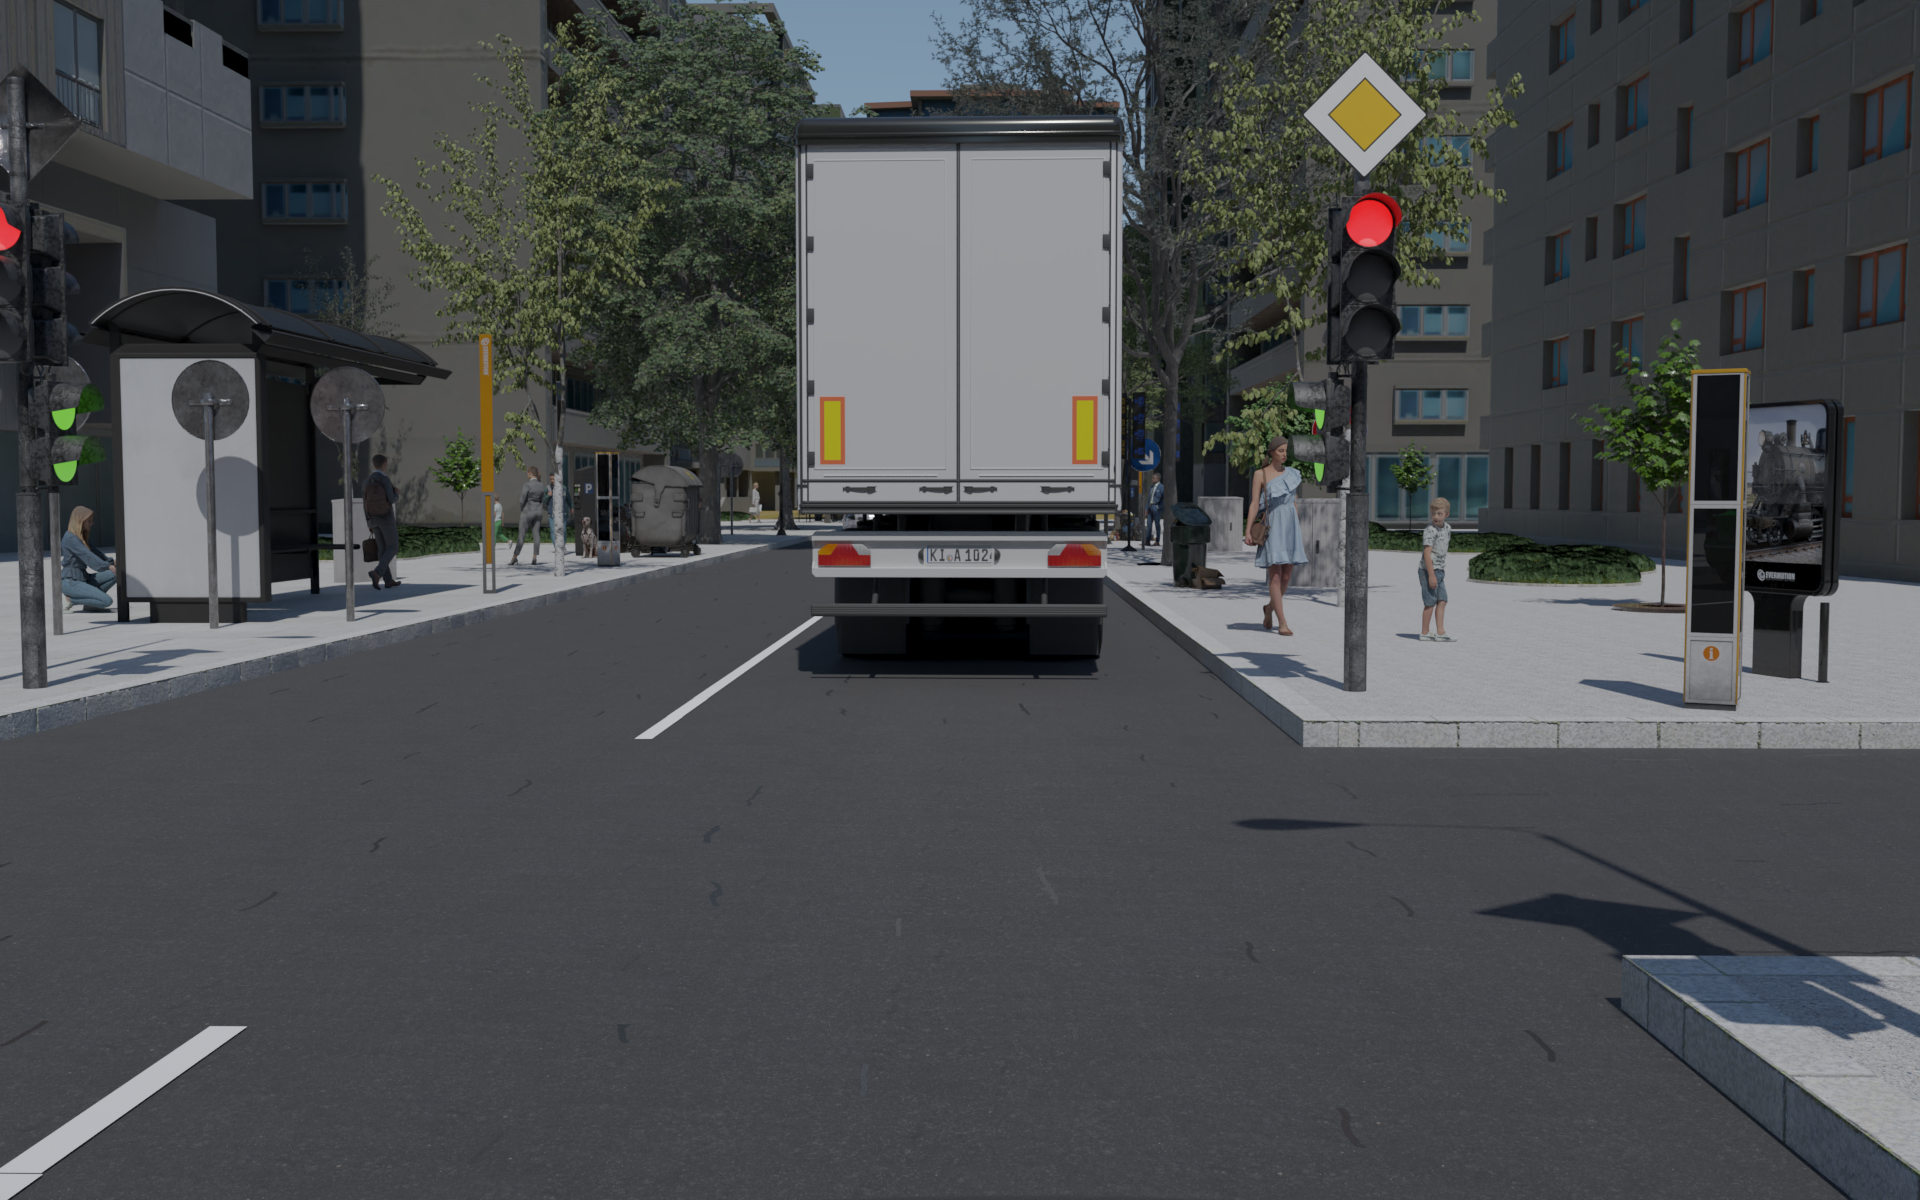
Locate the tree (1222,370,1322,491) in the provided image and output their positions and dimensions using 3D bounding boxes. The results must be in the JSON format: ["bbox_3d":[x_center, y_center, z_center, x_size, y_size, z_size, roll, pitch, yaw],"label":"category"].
[{"bbox_3d":[8.770,-3.791,45.694,4.285,4.588,4.351,0,3,0],"label":"tree"}]

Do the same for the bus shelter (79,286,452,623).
[{"bbox_3d":[-7.610,-1.575,19.671,2.014,3.302,5.546,0,4,1],"label":"bus shelter"}]

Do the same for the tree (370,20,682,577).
[{"bbox_3d":[-6.472,-4.671,26.733,4.737,8.622,4.395,0,3,0],"label":"tree"}]

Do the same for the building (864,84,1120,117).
[{"bbox_3d":[2.628,-32.630,188.130,28.867,44.769,22.147,0,4,1],"label":"building"}]

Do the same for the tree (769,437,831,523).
[{"bbox_3d":[-5.700,-8.646,75.770,8.767,10.594,7.601,-2,4,-29],"label":"tree"}]

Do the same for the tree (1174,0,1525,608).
[{"bbox_3d":[4.378,-4.236,19.619,4.737,8.622,4.395,0,3,0],"label":"tree"}]

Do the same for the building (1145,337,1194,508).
[{"bbox_3d":[24.872,-49.146,116.201,22.319,86.520,31.000,0,4,1],"label":"building"}]

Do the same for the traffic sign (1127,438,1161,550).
[{"bbox_3d":[4.196,-2.415,39.587,0.768,2.556,0.104,0,4,3],"label":"traffic sign"}]

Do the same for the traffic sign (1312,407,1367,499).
[{"bbox_3d":[5.375,-1.497,24.578,0.768,2.556,0.104,1,4,11],"label":"traffic sign"}]

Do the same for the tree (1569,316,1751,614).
[{"bbox_3d":[7.817,-1.485,18.889,1.663,3.219,1.824,0,3,0],"label":"tree"}]

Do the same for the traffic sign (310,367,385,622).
[{"bbox_3d":[-6.135,-1.055,17.358,0.768,2.556,0.104,0,4,4],"label":"traffic sign"}]

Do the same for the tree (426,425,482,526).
[{"bbox_3d":[-14.132,-3.305,48.637,1.663,3.219,1.824,0,3,0],"label":"tree"}]

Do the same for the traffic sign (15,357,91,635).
[{"bbox_3d":[-8.200,-0.952,15.674,0.768,2.556,0.104,1,4,9],"label":"traffic sign"}]

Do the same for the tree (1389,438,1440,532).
[{"bbox_3d":[15.638,-3.972,59.550,1.663,3.219,1.824,0,3,0],"label":"tree"}]

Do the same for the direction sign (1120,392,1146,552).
[{"bbox_3d":[3.786,-2.857,38.703,0.379,3.537,0.876,-3,5,-44],"label":"direction sign"}]

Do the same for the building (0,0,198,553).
[{"bbox_3d":[-31.284,-27.067,31.789,28.713,52.752,27.495,0,4,1],"label":"building"}]

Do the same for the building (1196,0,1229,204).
[{"bbox_3d":[19.768,-19.804,95.500,14.160,30.474,14.107,0,4,1],"label":"building"}]

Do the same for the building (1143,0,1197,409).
[{"bbox_3d":[24.102,-43.070,142.448,20.563,71.187,20.611,0,4,1],"label":"building"}]

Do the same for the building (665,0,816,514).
[{"bbox_3d":[-24.275,-27.307,138.354,23.993,40.220,32.217,0,4,1],"label":"building"}]

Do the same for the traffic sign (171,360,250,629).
[{"bbox_3d":[-7.113,-0.999,16.438,0.768,2.556,0.104,0,4,5],"label":"traffic sign"}]

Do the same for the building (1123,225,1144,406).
[{"bbox_3d":[24.032,-25.235,184.290,14.107,30.474,14.160,0,4,1],"label":"building"}]

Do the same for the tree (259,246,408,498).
[{"bbox_3d":[-18.142,-6.137,50.707,4.360,8.622,3.978,0,3,0],"label":"tree"}]

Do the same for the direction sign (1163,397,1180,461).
[{"bbox_3d":[5.000,-2.994,40.941,0.379,3.537,0.876,2,4,32],"label":"direction sign"}]

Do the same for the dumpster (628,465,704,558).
[{"bbox_3d":[-6.015,-1.814,35.422,1.264,1.857,1.865,0,4,1],"label":"dumpster"}]

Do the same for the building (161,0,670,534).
[{"bbox_3d":[-23.601,-26.960,64.491,21.300,48.544,21.600,0,4,1],"label":"building"}]

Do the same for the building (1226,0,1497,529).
[{"bbox_3d":[23.314,-27.409,71.839,21.300,48.544,21.600,0,4,1],"label":"building"}]

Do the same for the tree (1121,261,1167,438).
[{"bbox_3d":[5.616,-9.572,74.633,7.486,12.596,7.792,0,3,0],"label":"tree"}]

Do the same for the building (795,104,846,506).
[{"bbox_3d":[-18.914,-30.684,185.283,14.086,41.232,14.154,0,4,1],"label":"building"}]

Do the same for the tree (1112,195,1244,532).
[{"bbox_3d":[5.196,-7.278,53.409,7.601,10.594,8.767,0,4,-1],"label":"tree"}]

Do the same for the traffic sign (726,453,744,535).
[{"bbox_3d":[-7.111,-3.291,53.907,0.768,2.556,0.104,1,4,11],"label":"traffic sign"}]

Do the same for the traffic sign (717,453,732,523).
[{"bbox_3d":[-7.413,-3.254,53.316,0.768,2.556,0.104,0,4,6],"label":"traffic sign"}]

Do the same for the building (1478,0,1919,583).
[{"bbox_3d":[28.428,-11.494,32.970,28.899,21.520,27.650,0,4,1],"label":"building"}]

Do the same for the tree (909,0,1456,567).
[{"bbox_3d":[3.736,-7.363,30.762,12.009,13.543,11.850,0,3,0],"label":"tree"}]

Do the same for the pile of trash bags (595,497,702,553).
[{"bbox_3d":[-6.783,-1.783,38.909,1.912,1.369,3.447,1,4,20],"label":"pile of trash bags"}]

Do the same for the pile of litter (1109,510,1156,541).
[{"bbox_3d":[4.596,-2.054,47.551,1.719,0.858,1.176,2,4,30],"label":"pile of litter"}]
